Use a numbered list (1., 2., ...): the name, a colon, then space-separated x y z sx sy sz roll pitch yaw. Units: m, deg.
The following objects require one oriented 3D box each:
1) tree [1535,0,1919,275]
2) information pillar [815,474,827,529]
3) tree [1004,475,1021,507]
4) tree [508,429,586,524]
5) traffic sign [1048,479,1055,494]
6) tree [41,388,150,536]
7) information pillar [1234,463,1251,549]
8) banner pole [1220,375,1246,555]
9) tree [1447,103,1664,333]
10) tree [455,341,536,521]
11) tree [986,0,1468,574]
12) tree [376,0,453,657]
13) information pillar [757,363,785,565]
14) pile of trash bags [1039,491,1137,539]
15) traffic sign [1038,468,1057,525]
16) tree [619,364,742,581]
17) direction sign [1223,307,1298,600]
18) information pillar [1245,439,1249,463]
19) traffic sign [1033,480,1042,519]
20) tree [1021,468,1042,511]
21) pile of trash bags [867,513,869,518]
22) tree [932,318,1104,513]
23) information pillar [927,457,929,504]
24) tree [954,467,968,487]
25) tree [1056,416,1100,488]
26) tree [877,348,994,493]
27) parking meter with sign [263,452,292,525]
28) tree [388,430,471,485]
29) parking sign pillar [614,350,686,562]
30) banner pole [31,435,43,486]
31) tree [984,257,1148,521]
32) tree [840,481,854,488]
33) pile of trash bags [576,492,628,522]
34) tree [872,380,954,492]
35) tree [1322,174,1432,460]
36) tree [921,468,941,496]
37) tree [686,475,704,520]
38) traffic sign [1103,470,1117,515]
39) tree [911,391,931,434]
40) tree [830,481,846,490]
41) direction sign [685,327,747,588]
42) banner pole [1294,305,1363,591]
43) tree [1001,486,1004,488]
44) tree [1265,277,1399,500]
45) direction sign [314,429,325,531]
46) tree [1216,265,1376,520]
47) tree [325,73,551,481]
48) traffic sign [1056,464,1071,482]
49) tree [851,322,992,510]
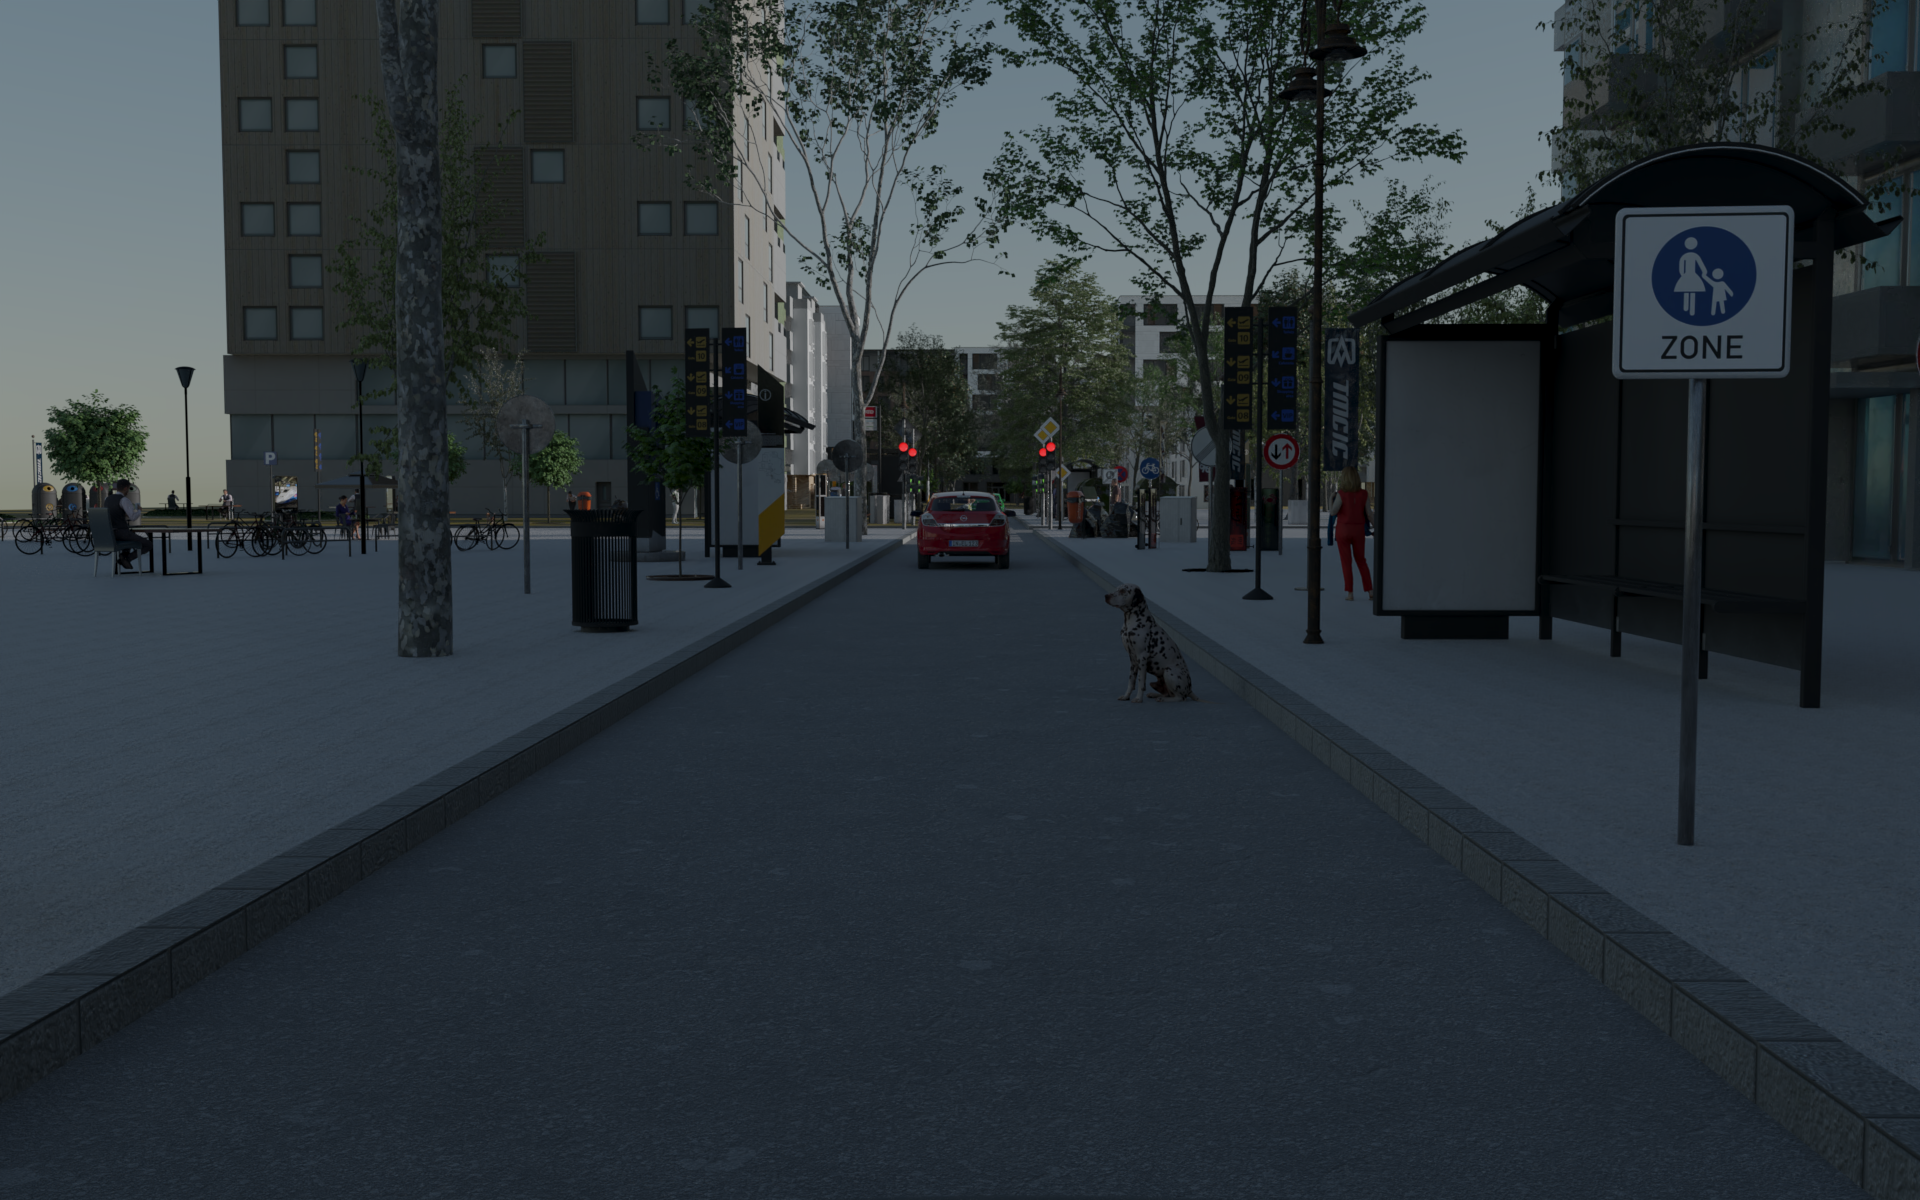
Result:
1. tree: 8.530 -4.266 20.117 4.360 8.622 3.978 0 3 0
2. information pillar: -5.076 -3.596 63.287 0.304 2.012 0.304 -2 4 -34
3. tree: 5.832 -10.827 171.622 1.663 3.219 1.824 0 3 0
4. tree: -17.952 -5.633 75.818 4.285 4.588 4.351 0 3 0
5. traffic sign: 5.275 -6.318 103.413 0.768 2.556 0.104 0 4 6
6. tree: -26.790 -4.281 53.701 4.285 4.588 4.351 0 3 0
7. information pillar: 6.637 -2.218 40.754 0.304 2.012 0.304 2 4 35
8. banner pole: 5.708 -2.846 36.555 0.863 3.779 0.401 -2 4 -30
9. tree: 11.563 -5.028 32.569 4.737 8.622 4.395 0 3 0
10. tree: -21.736 -8.071 82.319 4.360 8.622 3.978 0 3 0
11. tree: 4.196 -6.257 28.057 9.928 11.665 9.643 0 3 0
12. tree: -5.625 -9.655 13.752 12.611 20.169 13.585 0 3 0
13. information pillar: -3.410 -2.436 31.178 0.504 3.616 0.183 0 4 -4
14. pile of trash bags: 4.008 -2.499 50.608 1.912 1.369 3.447 2 4 29
15. traffic sign: 3.656 -4.424 72.435 0.768 2.556 0.104 0 4 3
16. tree: -4.336 -1.919 25.983 1.663 3.219 1.824 0 3 0
17. direction sign: 3.633 -1.775 21.018 0.876 3.537 0.379 0 4 1
18. information pillar: 12.114 -5.045 73.841 0.504 3.616 0.183 -2 4 -31
19. traffic sign: 4.012 -5.313 88.992 0.606 2.300 0.079 0 4 2
20. tree: 5.736 -8.267 129.762 1.663 3.219 1.824 0 3 0
21. pile of trash bags: -4.564 -5.146 93.890 1.912 1.369 3.447 0 4 8
22. tree: 5.004 -12.669 117.513 12.009 13.543 11.850 0 3 0
23. information pillar: -2.015 -7.204 109.140 0.183 3.616 0.504 0 4 8
24. tree: -1.338 -15.504 203.847 4.360 8.622 3.978 0 3 0
25. tree: 9.659 -11.766 142.729 4.737 8.622 4.395 0 3 0
26. tree: -1.886 -13.278 134.111 9.611 12.733 9.660 0 3 0
27. parking meter with sign: -28.304 -4.631 71.972 0.543 3.016 1.738 0 4 -1
28. tree: -23.186 -5.632 75.798 4.285 4.588 4.351 0 3 0
29. parking sign pillar: -6.006 -2.735 33.188 1.447 3.967 1.447 0 4 4
30. banner pole: -39.214 -5.114 73.629 0.401 3.779 0.863 0 4 3
31. tree: 5.231 -10.089 83.074 7.486 12.596 7.792 0 3 0
32. tree: -6.741 -7.165 111.750 1.663 3.219 1.824 0 3 0
33. pile of trash bags: -14.203 -3.797 71.840 3.447 1.369 1.912 0 4 3
34. tree: -3.273 -9.520 106.014 4.360 8.622 3.978 0 3 0
35. tree: 10.781 -5.484 40.023 4.360 8.622 3.978 0 3 0
36. tree: -2.022 -7.271 113.483 1.663 3.219 1.824 0 3 0
37. tree: -13.085 -6.310 86.880 4.285 4.588 4.351 0 3 0
38. traffic sign: 6.131 -4.196 70.726 0.606 2.300 0.079 1 4 10
39. tree: -1.510 -15.631 165.939 12.009 13.543 11.850 0 3 0
40. tree: -9.697 -9.775 143.532 4.285 4.588 4.351 0 3 0
41. direction sign: -3.328 -1.938 23.687 0.876 3.537 0.379 1 4 12
42. banner pole: 4.897 -2.018 23.010 0.863 3.779 0.401 0 4 1
43. tree: 5.480 -11.673 185.448 1.663 3.219 1.824 0 3 0
44. tree: 12.390 -6.411 55.187 4.737 8.622 4.395 0 3 0
45. direction sign: -22.401 -4.188 60.463 0.379 3.537 0.876 0 4 -7
46. tree: 16.912 -10.388 86.845 9.611 12.733 9.660 0 3 0
47. tree: -9.459 -4.933 31.011 4.737 8.622 4.395 0 3 0
48. traffic sign: 4.417 -4.576 74.556 0.795 2.593 0.064 0 4 6
49. tree: -2.462 -9.818 94.929 8.767 10.594 7.601 2 4 34
